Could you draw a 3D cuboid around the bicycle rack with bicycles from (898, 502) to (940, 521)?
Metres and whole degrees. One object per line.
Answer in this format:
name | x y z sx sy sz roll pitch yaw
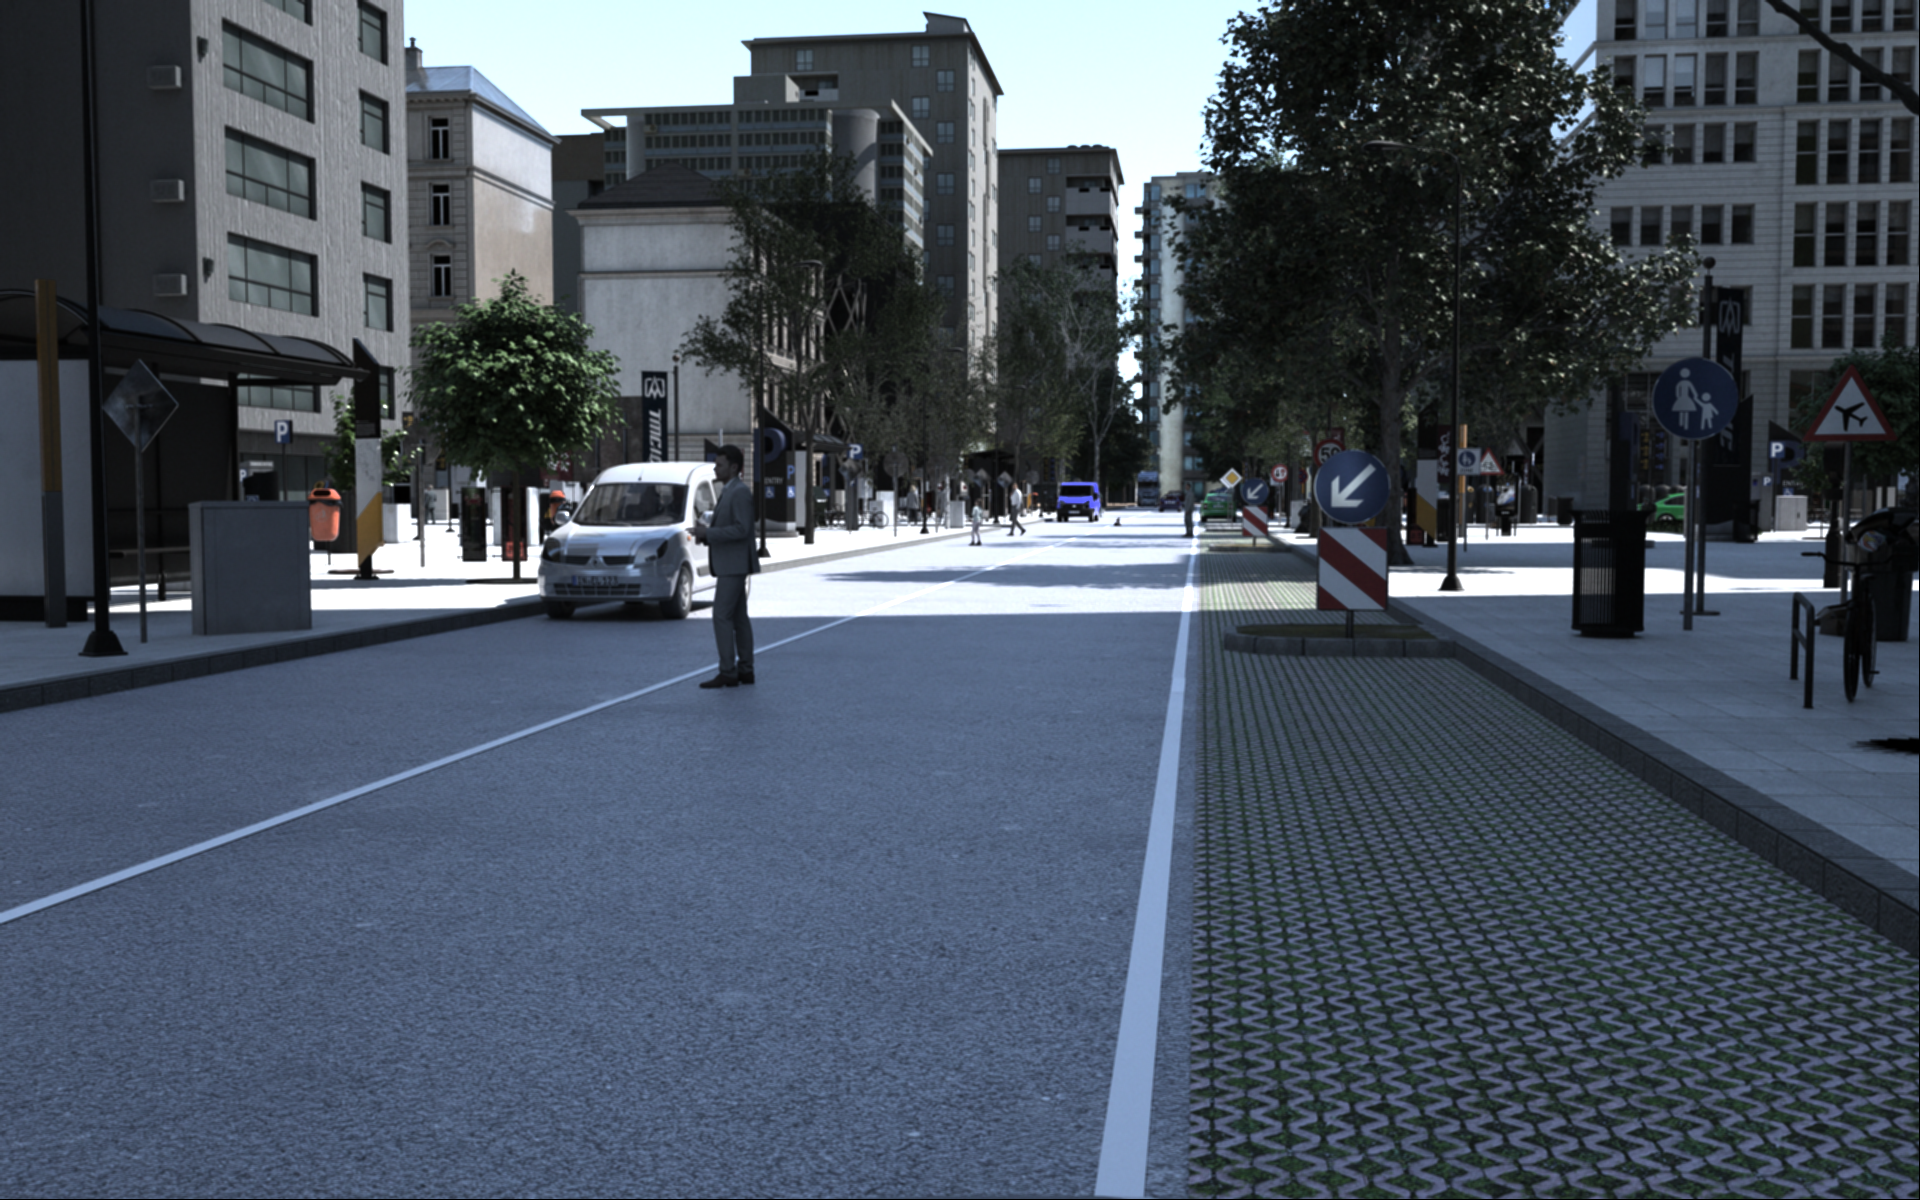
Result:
bicycle rack with bicycles | -2.242 -4.248 82.837 2.925 0.926 2.852 0 4 5

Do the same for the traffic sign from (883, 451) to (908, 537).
traffic sign | -1.920 -3.136 51.373 0.768 2.556 0.104 1 4 15

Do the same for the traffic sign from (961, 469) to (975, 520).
traffic sign | 0.398 -5.329 87.228 0.768 2.556 0.104 1 4 14

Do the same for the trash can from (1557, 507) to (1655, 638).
trash can | 5.835 -0.240 15.578 0.748 1.137 0.748 0 3 0

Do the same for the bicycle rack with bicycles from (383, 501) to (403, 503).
bicycle rack with bicycles | -39.894 -6.341 117.063 2.925 0.926 2.852 2 4 32

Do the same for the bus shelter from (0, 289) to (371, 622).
bus shelter | -9.002 -1.587 19.878 2.014 3.302 5.546 0 4 8

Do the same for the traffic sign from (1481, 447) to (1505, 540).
traffic sign | 14.620 -2.935 47.988 0.884 2.594 0.081 1 4 15

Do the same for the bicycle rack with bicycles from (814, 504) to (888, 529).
bicycle rack with bicycles | -4.423 -3.086 63.832 2.925 0.926 2.852 1 4 22

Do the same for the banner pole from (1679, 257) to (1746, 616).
banner pole | 8.089 -1.742 18.491 0.863 3.779 0.401 -2 4 -32

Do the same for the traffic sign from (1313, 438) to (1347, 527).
traffic sign | 8.416 -2.405 39.427 0.768 2.556 0.104 1 4 9

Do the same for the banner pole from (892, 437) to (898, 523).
banner pole | -2.859 -5.277 76.291 0.401 3.779 0.863 -1 4 -20

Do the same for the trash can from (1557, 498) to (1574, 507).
trash can | 24.869 -3.641 71.188 0.748 1.137 0.748 0 3 0

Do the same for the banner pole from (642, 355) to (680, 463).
banner pole | -5.316 -2.515 31.145 0.863 3.779 0.401 -2 4 -23

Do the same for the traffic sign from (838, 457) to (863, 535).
traffic sign | -3.418 -3.224 53.894 0.795 2.450 0.064 1 4 11

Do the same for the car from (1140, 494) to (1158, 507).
car | 20.750 -10.902 190.242 2.014 1.417 4.499 0 4 8

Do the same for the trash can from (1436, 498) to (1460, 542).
trash can | 13.416 -2.263 48.658 0.748 1.137 0.748 0 3 0

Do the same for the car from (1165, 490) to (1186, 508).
car | 22.614 -10.576 181.592 2.281 1.827 5.304 0 4 8

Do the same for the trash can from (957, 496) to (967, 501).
trash can | 0.211 -5.935 108.683 0.748 1.137 0.748 0 3 0

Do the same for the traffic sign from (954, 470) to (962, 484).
traffic sign | -0.219 -5.645 92.402 0.768 2.556 0.104 1 4 10

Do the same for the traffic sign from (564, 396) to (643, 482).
traffic sign | -7.293 -2.589 36.199 2.265 3.308 0.079 1 4 17

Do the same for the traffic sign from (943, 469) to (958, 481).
traffic sign | -0.497 -5.453 89.269 0.768 2.556 0.104 1 4 12

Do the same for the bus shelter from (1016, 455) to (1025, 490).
bus shelter | 2.697 -6.868 103.576 1.731 3.624 6.357 0 4 8

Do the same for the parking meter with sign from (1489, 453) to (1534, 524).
parking meter with sign | 23.327 -4.711 73.281 1.738 3.016 0.543 2 4 26

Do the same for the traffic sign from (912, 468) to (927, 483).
traffic sign | -1.998 -5.185 84.874 0.768 2.556 0.104 1 4 13

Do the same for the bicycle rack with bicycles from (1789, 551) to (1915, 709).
bicycle rack with bicycles | 6.424 0.151 10.906 2.852 0.926 2.925 2 4 24

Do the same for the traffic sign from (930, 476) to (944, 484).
traffic sign | -1.200 -5.482 89.736 0.768 2.556 0.104 1 4 16

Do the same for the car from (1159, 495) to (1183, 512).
car | 16.853 -7.703 138.525 1.945 1.354 3.894 1 4 9

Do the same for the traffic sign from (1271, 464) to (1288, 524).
traffic sign | 13.530 -4.471 73.214 0.768 2.556 0.104 1 4 15

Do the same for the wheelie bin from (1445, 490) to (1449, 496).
wheelie bin | 24.768 -4.835 86.960 0.980 1.594 0.693 -3 5 -41

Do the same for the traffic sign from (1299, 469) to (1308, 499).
traffic sign | 17.228 -5.358 87.707 0.768 2.556 0.104 1 4 10

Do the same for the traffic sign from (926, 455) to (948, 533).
traffic sign | -0.762 -3.449 56.502 0.768 2.556 0.104 1 4 17

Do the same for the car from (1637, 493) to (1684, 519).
car | 28.530 -3.558 66.966 4.718 1.807 1.959 1 4 9

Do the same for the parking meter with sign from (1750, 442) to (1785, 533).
parking meter with sign | 27.093 -3.806 58.482 0.543 3.016 1.738 0 4 -3

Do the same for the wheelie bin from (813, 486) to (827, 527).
wheelie bin | -5.628 -3.626 67.197 0.693 1.594 0.980 3 5 41

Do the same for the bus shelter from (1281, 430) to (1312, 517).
bus shelter | 19.258 -7.434 99.173 2.179 5.291 8.768 0 4 8

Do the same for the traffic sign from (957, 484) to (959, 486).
traffic sign | -0.245 -5.784 95.759 0.795 2.450 0.064 1 4 11

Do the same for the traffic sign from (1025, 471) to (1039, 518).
traffic sign | 3.910 -5.767 94.393 0.768 2.556 0.104 1 4 9

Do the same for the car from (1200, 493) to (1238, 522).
car | 13.270 -4.888 88.718 1.959 1.807 4.718 1 4 9

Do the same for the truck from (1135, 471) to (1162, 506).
truck | 23.000 -13.374 208.416 2.967 4.110 18.799 1 4 9

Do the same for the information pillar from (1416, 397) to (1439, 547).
information pillar | 11.283 -3.083 41.767 0.504 3.616 0.183 2 4 28

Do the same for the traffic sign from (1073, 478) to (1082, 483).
traffic sign | 9.407 -8.487 138.875 0.768 2.556 0.104 1 4 10

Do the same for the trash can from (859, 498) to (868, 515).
trash can | -5.943 -5.783 106.205 0.748 1.137 0.748 0 3 0

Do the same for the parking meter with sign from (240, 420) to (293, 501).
parking meter with sign | -16.391 -2.690 40.240 0.543 3.016 1.738 2 4 32

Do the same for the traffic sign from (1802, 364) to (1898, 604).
traffic sign | 8.950 -1.069 17.476 0.884 2.594 0.081 1 4 12

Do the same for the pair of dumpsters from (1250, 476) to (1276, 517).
pair of dumpsters | 16.623 -5.683 95.406 1.574 2.255 4.437 0 4 8

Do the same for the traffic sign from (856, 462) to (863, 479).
traffic sign | -4.119 -4.079 66.805 0.768 2.556 0.104 1 4 16

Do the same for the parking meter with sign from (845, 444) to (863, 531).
parking meter with sign | -3.782 -3.944 60.746 0.543 3.016 1.738 -1 4 -11

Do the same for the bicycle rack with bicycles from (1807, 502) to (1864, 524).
bicycle rack with bicycles | 36.961 -3.708 74.012 2.925 0.926 2.852 -1 4 -19

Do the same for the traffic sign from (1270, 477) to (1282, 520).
traffic sign | 15.691 -5.127 85.948 0.606 2.300 0.079 1 4 16

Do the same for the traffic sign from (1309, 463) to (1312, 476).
traffic sign | 13.334 -3.927 64.308 0.768 2.556 0.104 1 4 14

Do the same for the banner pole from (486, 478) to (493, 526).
banner pole | -19.058 -4.865 69.552 0.863 3.779 0.401 1 4 18

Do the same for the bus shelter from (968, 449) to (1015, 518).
bus shelter | 1.660 -6.303 94.340 1.731 3.624 6.357 0 4 8

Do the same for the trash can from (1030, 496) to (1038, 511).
trash can | 5.515 -7.229 129.854 0.748 1.137 0.748 0 3 0

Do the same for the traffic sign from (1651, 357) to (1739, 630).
traffic sign | 6.871 -0.989 16.272 0.768 2.556 0.104 1 4 10

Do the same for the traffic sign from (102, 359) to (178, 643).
traffic sign | -7.038 -0.837 14.870 0.795 2.450 0.064 1 4 17

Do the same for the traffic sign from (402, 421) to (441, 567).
traffic sign | -9.413 -1.845 30.268 0.768 2.556 0.104 1 4 13

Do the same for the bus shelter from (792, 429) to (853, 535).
bus shelter | -4.988 -3.804 56.126 2.014 3.302 5.546 0 4 8

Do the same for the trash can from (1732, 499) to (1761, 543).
trash can | 20.618 -2.067 45.452 0.748 1.137 0.748 0 3 0
